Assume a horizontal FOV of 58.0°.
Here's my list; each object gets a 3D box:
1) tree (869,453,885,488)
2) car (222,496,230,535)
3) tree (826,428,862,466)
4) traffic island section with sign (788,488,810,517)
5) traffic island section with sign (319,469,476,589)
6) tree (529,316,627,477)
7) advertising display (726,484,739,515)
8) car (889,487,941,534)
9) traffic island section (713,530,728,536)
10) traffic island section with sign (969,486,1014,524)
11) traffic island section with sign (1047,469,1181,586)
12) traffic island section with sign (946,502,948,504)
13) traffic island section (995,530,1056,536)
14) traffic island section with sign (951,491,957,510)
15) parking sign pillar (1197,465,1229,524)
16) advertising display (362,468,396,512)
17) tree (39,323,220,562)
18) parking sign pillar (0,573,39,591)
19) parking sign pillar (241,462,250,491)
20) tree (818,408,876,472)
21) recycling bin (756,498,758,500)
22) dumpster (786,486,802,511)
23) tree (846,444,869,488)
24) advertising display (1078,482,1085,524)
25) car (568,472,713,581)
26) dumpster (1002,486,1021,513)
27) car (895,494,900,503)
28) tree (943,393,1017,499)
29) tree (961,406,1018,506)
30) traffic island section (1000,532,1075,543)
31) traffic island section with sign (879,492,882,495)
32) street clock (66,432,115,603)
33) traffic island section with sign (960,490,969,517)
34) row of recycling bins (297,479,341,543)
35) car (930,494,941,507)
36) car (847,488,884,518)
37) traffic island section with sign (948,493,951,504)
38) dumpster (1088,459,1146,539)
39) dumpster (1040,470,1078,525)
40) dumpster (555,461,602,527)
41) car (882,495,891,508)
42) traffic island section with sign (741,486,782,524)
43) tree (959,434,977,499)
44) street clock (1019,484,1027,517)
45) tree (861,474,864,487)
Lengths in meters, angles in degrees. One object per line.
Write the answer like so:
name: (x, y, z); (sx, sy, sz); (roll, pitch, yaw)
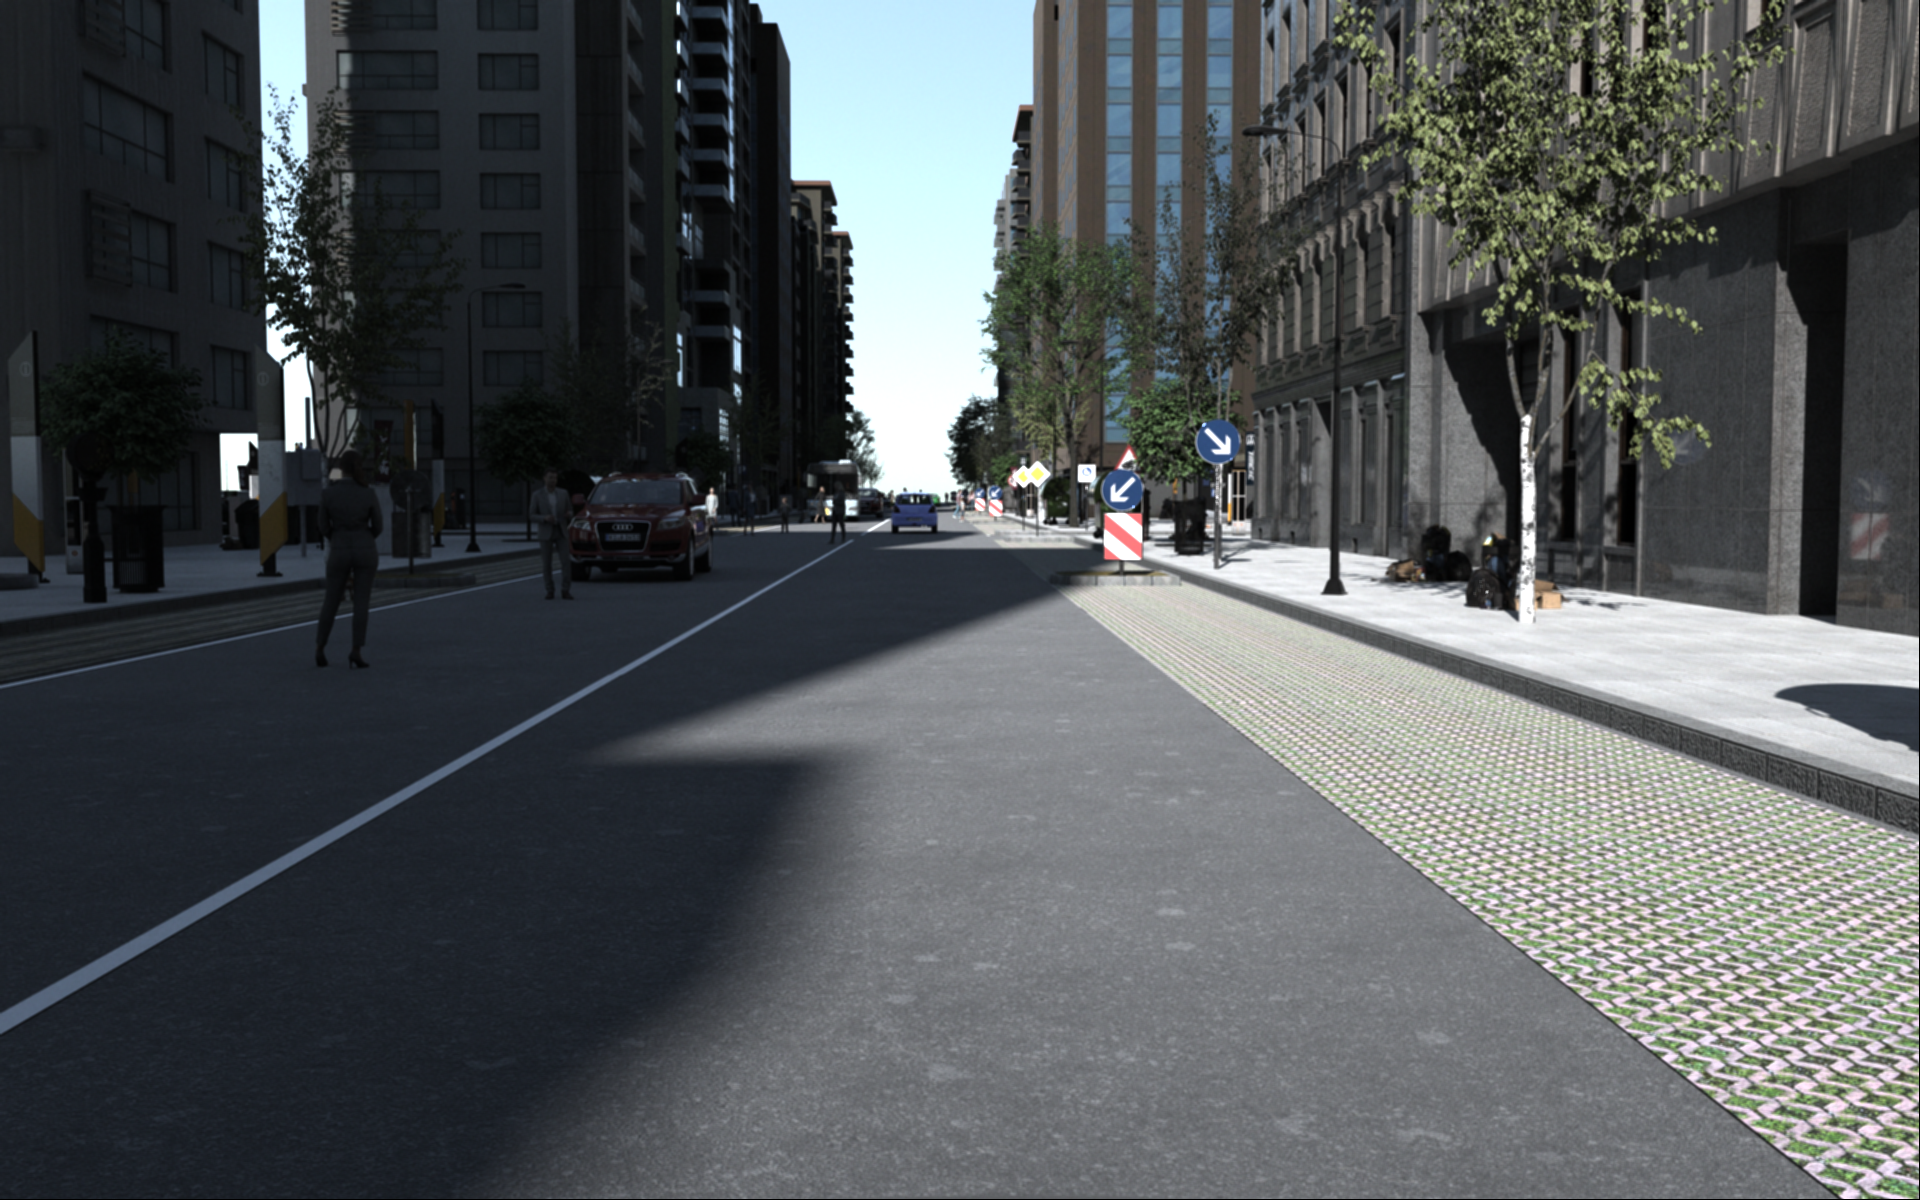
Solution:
tree: (-14.520, -18.949, 260.174); (4.360, 8.622, 3.978); (0, 3, 0)
car: (-23.653, -2.756, 54.848); (4.222, 1.686, 2.009); (0, 4, -3)
tree: (-13.114, -14.879, 193.638); (4.737, 8.622, 4.395); (0, 3, 0)
traffic island section with sign: (-9.973, -6.211, 110.171); (1.989, 1.847, 2.006); (0, 4, -1)
traffic island section with sign: (-8.693, -1.126, 27.044); (1.989, 1.847, 2.006); (0, 4, -1)
tree: (-15.603, -7.387, 71.141); (4.737, 8.622, 4.395); (0, 3, 0)
advertising display: (-13.906, -6.155, 105.847); (0.123, 1.923, 0.974); (3, 5, 39)
car: (-1.678, -3.339, 64.184); (1.945, 1.707, 3.694); (0, 4, -1)
traffic island section: (-9.198, -2.326, 60.317); (2.009, 0.180, 2.903); (0, 4, -1)
traffic island section with sign: (1.571, -4.543, 82.904); (1.989, 1.847, 2.006); (0, 4, -1)
traffic island section with sign: (2.418, -1.172, 27.794); (1.989, 1.847, 2.006); (0, 4, -1)
traffic island section with sign: (-0.856, -14.304, 242.494); (1.989, 1.847, 2.006); (0, 4, -1)
traffic island section: (2.242, -2.337, 60.486); (2.009, 0.180, 2.903); (0, 4, -1)
traffic island section with sign: (0.391, -9.266, 160.127); (1.989, 1.847, 2.006); (0, 4, -1)
parking sign pillar: (11.079, -5.344, 75.842); (1.447, 3.967, 1.447); (-1, 4, -15)
advertising display: (-14.410, -2.293, 42.706); (0.974, 1.923, 0.123); (0, 4, 5)
tree: (-16.121, -3.040, 33.417); (4.285, 4.588, 4.351); (0, 3, 0)
parking sign pillar: (-13.280, -2.131, 23.315); (1.447, 3.967, 1.447); (-2, 4, -26)
parking sign pillar: (-53.684, -8.678, 130.356); (1.447, 3.967, 1.447); (0, 4, -2)
tree: (-13.580, -17.273, 208.169); (9.928, 11.665, 9.643); (0, 3, 0)
recycling bin: (-13.489, -6.063, 111.678); (0.722, 1.027, 0.722); (-2, 4, -28)
dumpster: (-12.344, -7.533, 128.914); (1.264, 1.857, 1.865); (0, 4, -1)
tree: (-14.710, -17.310, 233.375); (4.360, 8.622, 3.978); (0, 3, 0)
advertising display: (5.286, -4.286, 75.283); (0.123, 1.923, 0.974); (1, 4, 13)
car: (-5.517, -1.322, 30.292); (2.281, 1.827, 5.304); (0, 4, -3)
dumpster: (3.473, -6.813, 117.158); (1.264, 1.857, 1.865); (0, 4, -1)
car: (-9.296, -15.915, 272.205); (2.014, 1.417, 4.499); (0, 4, 0)
tree: (2.768, -19.094, 218.839); (9.857, 13.997, 8.962); (0, 3, 0)
tree: (2.938, -11.834, 143.845); (4.360, 8.622, 3.978); (0, 3, 0)
traffic island section: (2.364, -1.848, 52.501); (2.009, 0.180, 2.903); (0, 4, -1)
traffic island section with sign: (-12.398, -15.977, 269.854); (1.989, 1.847, 2.006); (0, 4, -1)
street clock: (-10.226, -0.969, 20.421); (0.358, 2.002, 0.471); (3, 4, 38)
traffic island section with sign: (1.146, -6.220, 110.330); (1.989, 1.847, 2.006); (0, 4, -1)
row of recycling bins: (-16.936, -2.423, 46.727); (1.069, 1.692, 3.534); (1, 4, 13)
car: (-3.038, -10.877, 186.632); (1.959, 1.807, 4.718); (0, 4, -1)
car: (-5.676, -5.826, 103.932); (2.281, 1.827, 5.304); (0, 4, 0)
traffic island section with sign: (-0.021, -10.939, 187.477); (1.989, 1.847, 2.006); (0, 4, -1)
dumpster: (4.453, -2.847, 49.043); (1.502, 2.255, 1.985); (0, 4, -1)
dumpster: (4.106, -4.234, 71.715); (1.502, 2.255, 1.985); (0, 4, -1)
dumpster: (-11.141, -2.937, 50.509); (1.502, 2.255, 1.985); (0, 4, -1)
car: (-8.220, -10.401, 182.643); (1.945, 1.354, 3.894); (0, 4, -3)
traffic island section with sign: (-9.551, -4.562, 83.219); (1.989, 1.847, 2.006); (0, 4, -1)
tree: (2.118, -15.758, 208.012); (4.737, 8.622, 4.395); (0, 3, 0)
street clock: (3.548, -5.713, 97.976); (0.358, 2.002, 0.471); (3, 5, 42)
tree: (-14.089, -14.692, 223.928); (4.285, 4.588, 4.351); (0, 3, 0)
